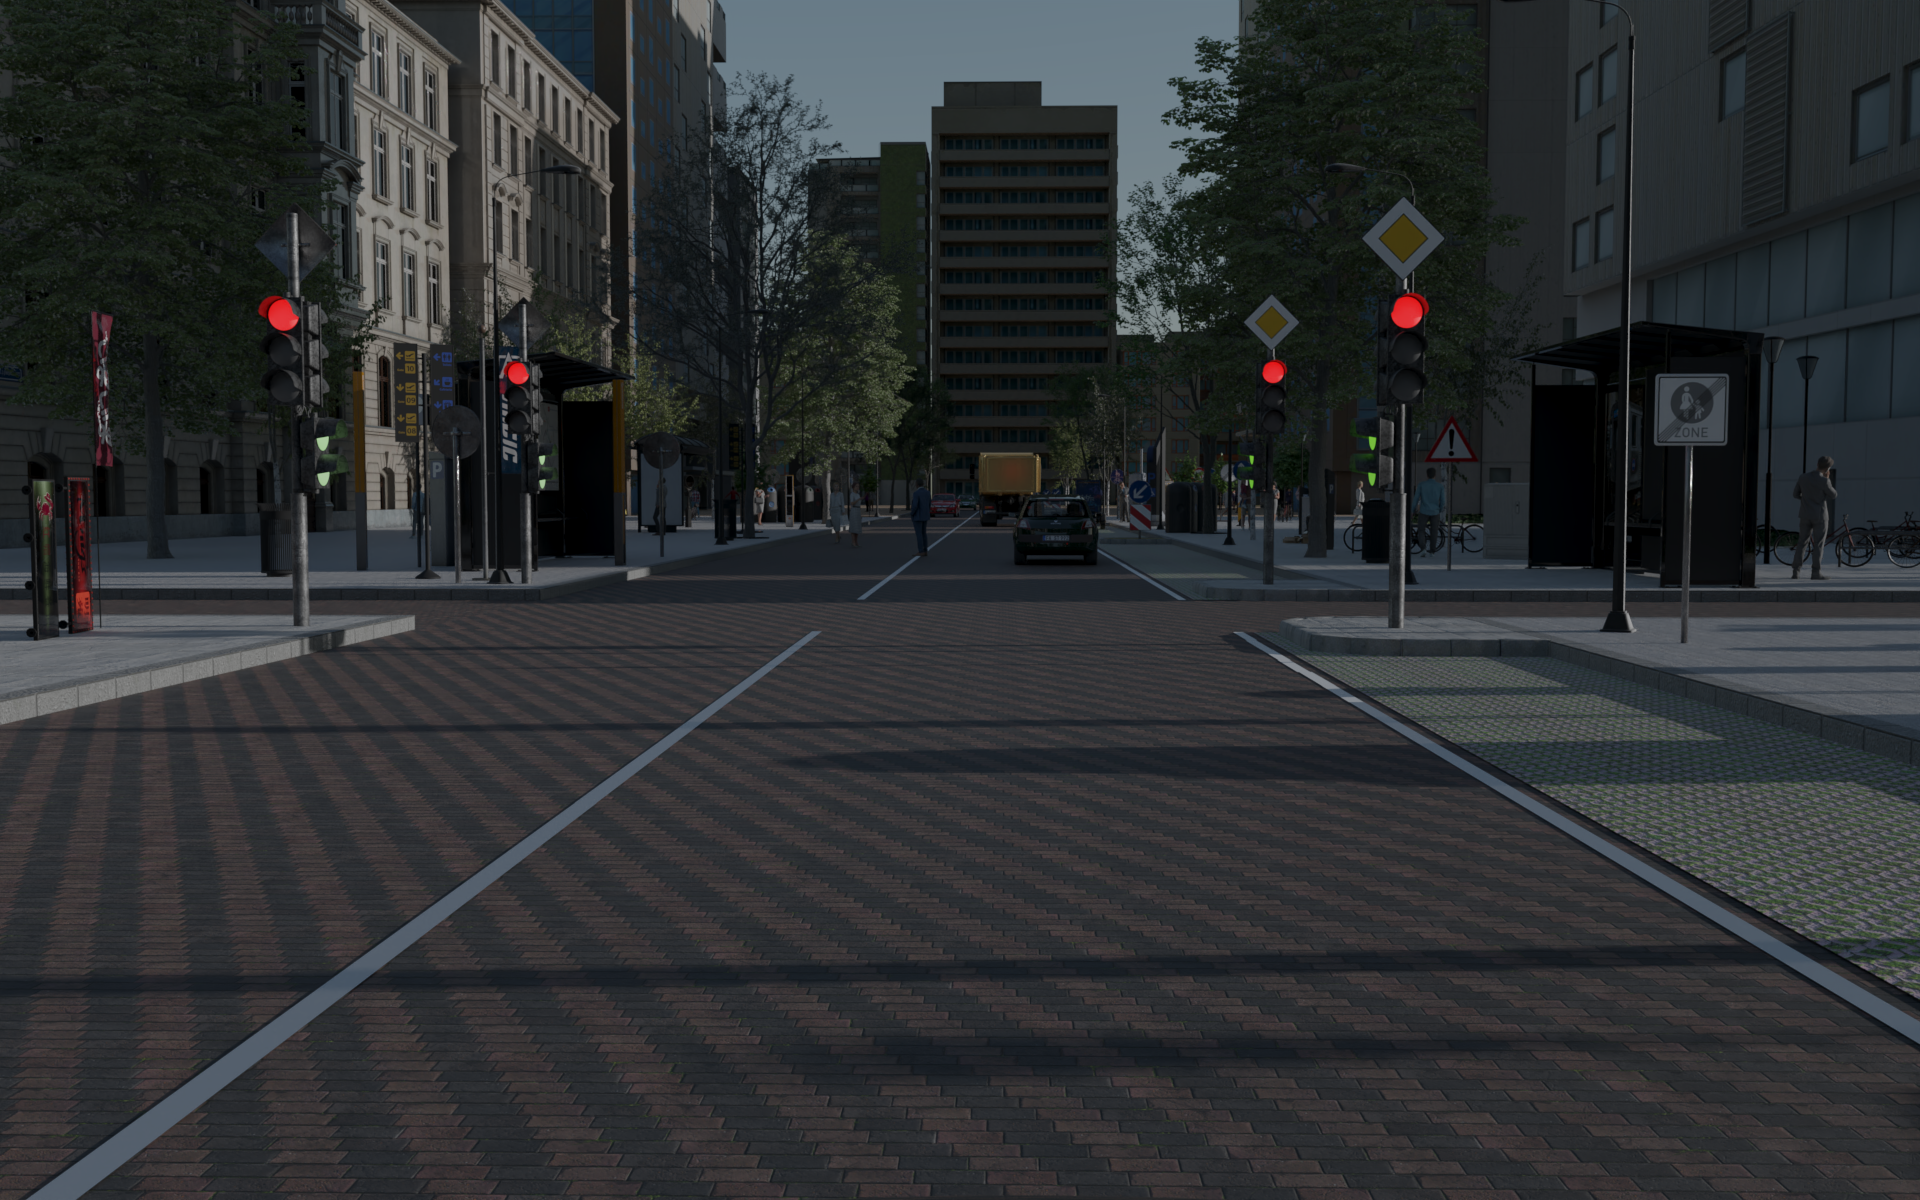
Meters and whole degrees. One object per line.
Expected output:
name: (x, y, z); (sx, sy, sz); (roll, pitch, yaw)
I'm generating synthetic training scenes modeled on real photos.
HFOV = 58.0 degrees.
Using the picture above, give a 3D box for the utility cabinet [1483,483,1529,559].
utility cabinet: (10.918, -1.553, 34.075); (1.173, 1.500, 0.318); (3, 4, 38)

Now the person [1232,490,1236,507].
person: (27.732, -10.304, 175.308); (0.445, 1.727, 0.742); (0, 4, 6)

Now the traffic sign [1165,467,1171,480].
traffic sign: (9.894, -5.113, 83.607); (0.884, 2.594, 0.081); (0, 4, 3)

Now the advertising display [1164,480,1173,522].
advertising display: (9.590, -4.584, 80.165); (0.123, 1.923, 0.974); (-3, 5, -40)

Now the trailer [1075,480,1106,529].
trailer: (5.223, -3.914, 71.044); (1.471, 1.999, 3.904); (0, 4, 3)

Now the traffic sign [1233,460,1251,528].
traffic sign: (10.715, -4.012, 65.703); (0.768, 2.556, 0.104); (0, 4, 5)

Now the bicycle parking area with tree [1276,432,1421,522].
bicycle parking area with tree: (18.678, -5.755, 81.102); (8.231, 4.147, 9.016); (2, 4, 24)

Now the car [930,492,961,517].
car: (-0.996, -6.078, 108.413); (2.155, 1.783, 4.494); (0, 4, 3)

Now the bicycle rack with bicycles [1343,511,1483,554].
bicycle rack with bicycles: (9.676, -1.490, 37.751); (2.925, 0.926, 2.852); (3, 4, 39)

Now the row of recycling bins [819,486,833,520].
row of recycling bins: (-7.580, -4.807, 85.699); (1.069, 1.692, 3.534); (2, 4, 34)

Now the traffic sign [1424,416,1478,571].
traffic sign: (8.173, -1.766, 28.875); (0.884, 2.594, 0.081); (0, 4, 4)

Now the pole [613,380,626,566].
pole: (-6.093, -2.271, 30.982); (0.158, 3.312, 0.155); (0, 3, 0)

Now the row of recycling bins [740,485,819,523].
row of recycling bins: (-8.286, -4.349, 78.215); (3.534, 1.692, 1.069); (-2, 4, -32)

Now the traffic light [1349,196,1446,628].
traffic light: (4.164, -1.687, 16.502); (0.839, 4.253, 0.868); (0, 4, 1)

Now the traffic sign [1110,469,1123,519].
traffic sign: (8.097, -5.434, 88.945); (0.768, 2.556, 0.104); (1, 4, 9)

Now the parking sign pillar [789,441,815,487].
parking sign pillar: (-8.384, -6.354, 92.354); (1.447, 3.967, 1.447); (-3, 5, -40)

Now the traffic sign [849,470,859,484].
traffic sign: (-5.753, -5.653, 92.158); (0.795, 2.593, 0.064); (1, 4, 8)

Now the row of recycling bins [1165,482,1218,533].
row of recycling bins: (7.789, -3.143, 58.493); (1.069, 1.692, 3.534); (2, 4, 27)

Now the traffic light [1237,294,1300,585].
traffic light: (4.359, -2.175, 24.484); (0.839, 4.253, 0.868); (0, 4, 1)

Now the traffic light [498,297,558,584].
traffic light: (-6.199, -2.190, 24.725); (0.839, 4.253, 0.868); (0, 4, 1)

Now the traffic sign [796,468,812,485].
traffic sign: (-7.487, -5.078, 83.130); (0.768, 2.556, 0.104); (0, 4, 2)

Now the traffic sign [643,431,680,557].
traffic sign: (-6.082, -2.151, 35.279); (0.768, 2.556, 0.104); (0, 4, 5)

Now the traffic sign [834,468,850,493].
traffic sign: (-5.726, -5.126, 83.908); (0.768, 2.556, 0.104); (0, 4, 2)

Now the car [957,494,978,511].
car: (0.533, -8.572, 151.945); (2.131, 1.459, 4.920); (0, 4, 0)

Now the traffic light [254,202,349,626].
traffic light: (-6.394, -1.702, 16.742); (0.839, 4.253, 0.868); (0, 4, 1)

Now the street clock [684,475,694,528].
street clock: (-10.436, -3.787, 66.480); (0.358, 2.002, 0.471); (3, 4, 36)

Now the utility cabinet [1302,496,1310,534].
utility cabinet: (10.336, -2.420, 50.732); (0.306, 1.237, 1.020); (-1, 4, -12)

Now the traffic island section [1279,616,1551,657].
traffic island section: (4.204, 0.347, 16.615); (2.009, 0.180, 2.903); (0, 4, 1)

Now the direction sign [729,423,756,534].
direction sign: (-6.987, -3.890, 55.598); (0.876, 3.537, 0.379); (-1, 4, -23)

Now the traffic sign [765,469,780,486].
traffic sign: (-9.485, -5.352, 87.617); (0.768, 2.556, 0.104); (0, 4, 8)

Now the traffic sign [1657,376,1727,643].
traffic sign: (6.232, -0.777, 14.835); (0.606, 2.300, 0.079); (0, 4, 2)

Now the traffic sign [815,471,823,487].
traffic sign: (-7.857, -5.913, 96.788); (0.768, 2.556, 0.104); (1, 4, 9)

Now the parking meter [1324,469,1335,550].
parking meter: (8.439, -2.091, 39.894); (0.255, 1.863, 0.399); (3, 5, 39)

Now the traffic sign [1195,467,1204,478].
traffic sign: (11.373, -5.039, 82.494); (0.768, 2.556, 0.104); (0, 4, 5)

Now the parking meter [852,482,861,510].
parking meter: (-5.121, -4.891, 85.685); (0.255, 1.863, 0.399); (2, 4, 30)

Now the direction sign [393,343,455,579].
direction sign: (-8.072, -2.090, 26.170); (0.876, 3.537, 0.379); (-2, 4, -27)

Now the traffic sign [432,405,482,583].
traffic sign: (-7.240, -1.517, 24.912); (0.768, 2.556, 0.104); (1, 4, 10)

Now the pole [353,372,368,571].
pole: (-10.040, -2.150, 28.998); (0.158, 3.312, 0.155); (0, 3, 0)

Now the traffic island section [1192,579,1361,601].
traffic island section: (4.399, -0.142, 24.597); (2.009, 0.180, 2.903); (0, 4, 1)

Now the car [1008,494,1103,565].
car: (2.007, -1.627, 36.392); (2.009, 1.686, 4.222); (0, 4, 3)

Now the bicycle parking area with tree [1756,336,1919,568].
bicycle parking area with tree: (16.308, -2.859, 33.751); (8.231, 4.147, 9.016); (-3, 5, -44)

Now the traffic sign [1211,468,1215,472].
traffic sign: (12.227, -5.189, 84.943); (0.768, 2.556, 0.104); (1, 4, 10)

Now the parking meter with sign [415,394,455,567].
parking meter with sign: (-9.069, -2.123, 30.966); (0.543, 3.016, 1.738); (2, 4, 29)

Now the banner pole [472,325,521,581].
banner pole: (-6.856, -2.188, 25.787); (0.863, 3.779, 0.401); (-2, 4, -25)

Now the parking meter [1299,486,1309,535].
parking meter: (10.857, -2.821, 54.533); (0.372, 1.533, 0.369); (0, 3, 0)

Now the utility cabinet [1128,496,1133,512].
utility cabinet: (9.508, -5.228, 96.635); (0.306, 1.237, 1.020); (0, 4, 7)

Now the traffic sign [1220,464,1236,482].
traffic sign: (11.472, -4.511, 73.855); (0.768, 2.556, 0.104); (0, 4, 6)

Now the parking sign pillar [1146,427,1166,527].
parking sign pillar: (7.806, -4.925, 68.992); (1.447, 3.967, 1.447); (1, 4, 22)
